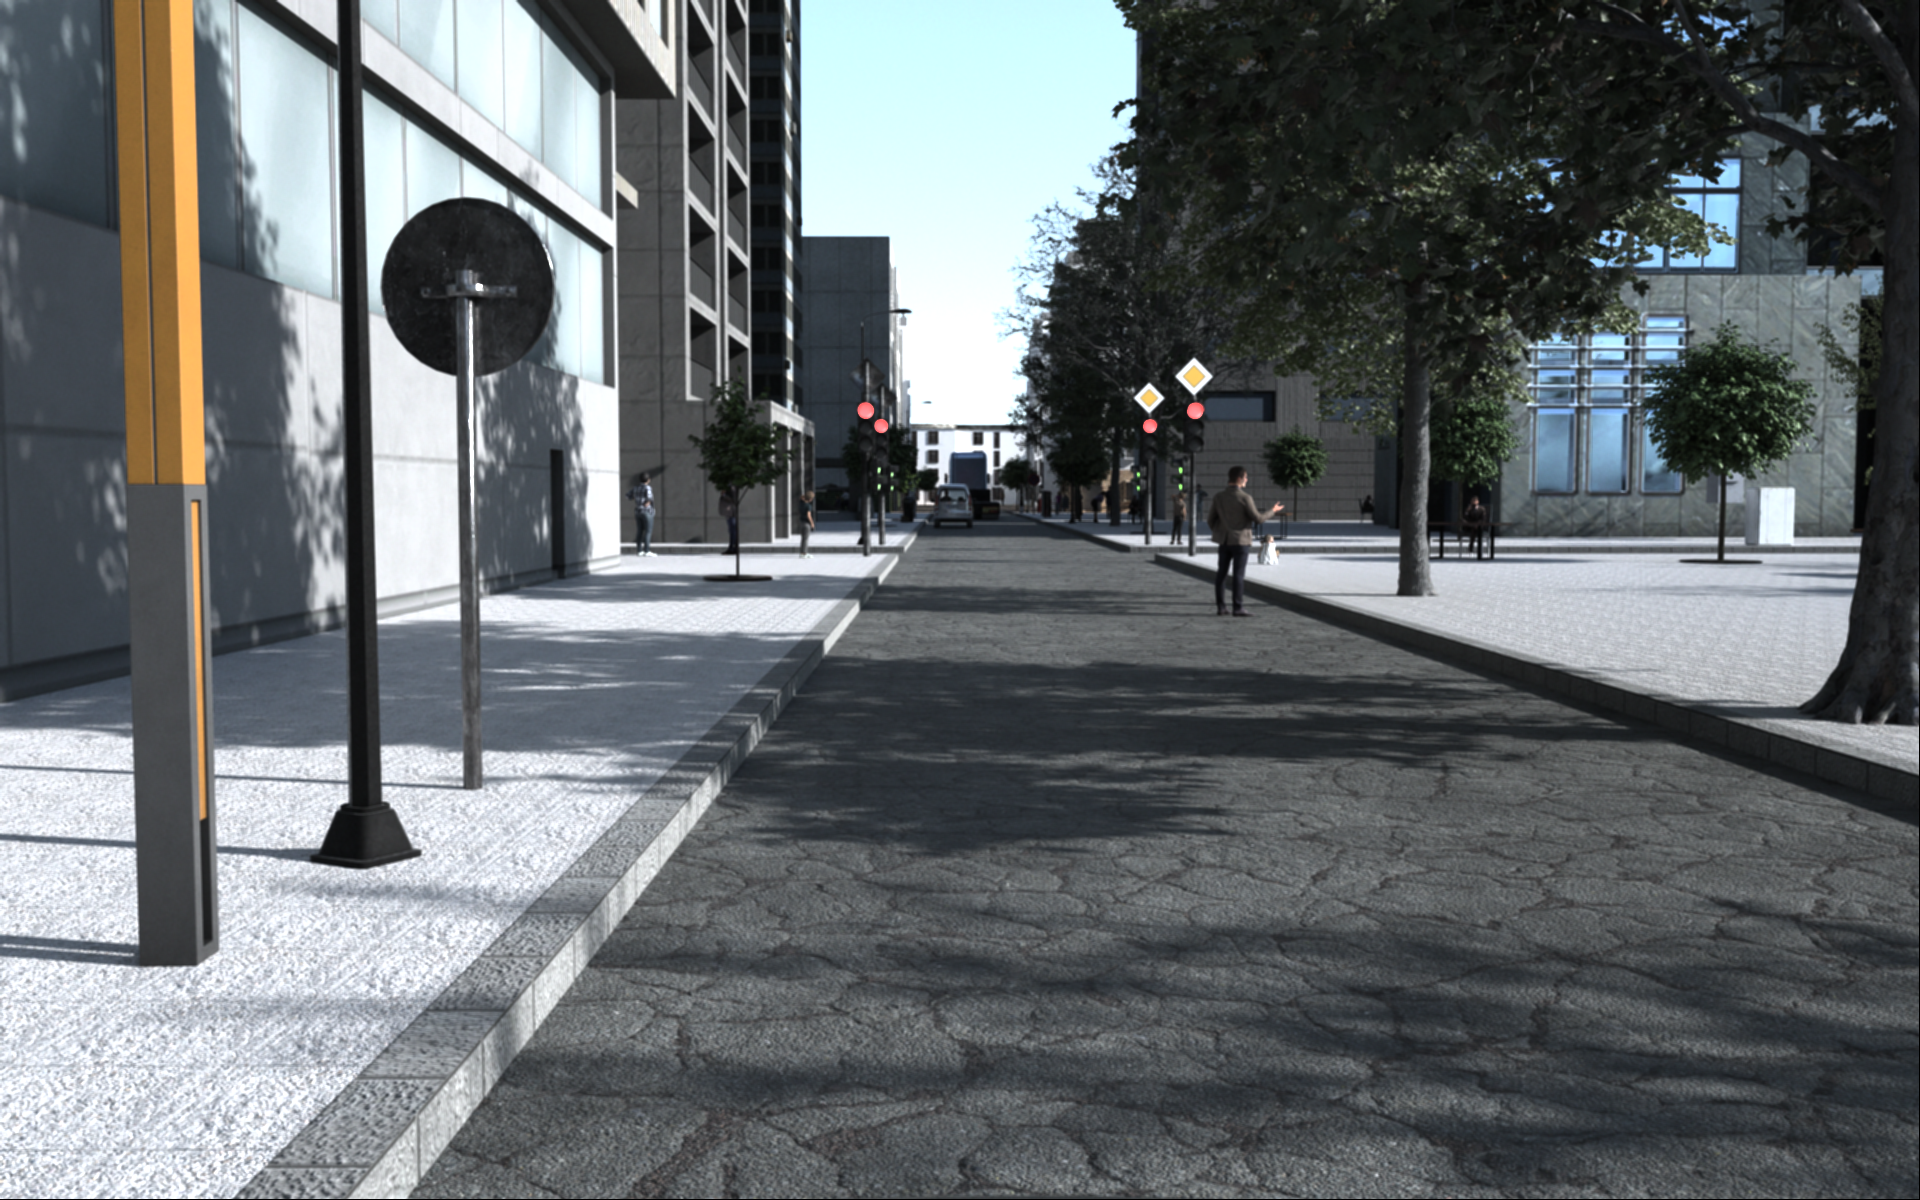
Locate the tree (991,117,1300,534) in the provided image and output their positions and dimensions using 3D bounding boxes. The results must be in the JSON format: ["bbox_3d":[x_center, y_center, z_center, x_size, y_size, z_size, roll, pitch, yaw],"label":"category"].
[{"bbox_3d":[6.137,-8.872,55.421,12.009,13.543,11.850,0,3,0],"label":"tree"}]

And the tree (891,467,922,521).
[{"bbox_3d":[-2.683,-5.480,84.196,1.663,3.219,1.824,0,3,0],"label":"tree"}]

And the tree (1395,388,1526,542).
[{"bbox_3d":[13.625,-3.860,46.829,4.285,4.588,4.351,0,3,0],"label":"tree"}]

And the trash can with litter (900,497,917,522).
[{"bbox_3d":[-2.353,-4.117,78.693,0.624,1.170,1.055,1,4,13],"label":"trash can with litter"}]

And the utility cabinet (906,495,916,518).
[{"bbox_3d":[-2.697,-5.141,95.211,0.306,1.237,1.020,-1,4,-19],"label":"utility cabinet"}]

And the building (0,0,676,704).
[{"bbox_3d":[-18.170,-26.213,17.819,27.495,52.752,28.713,0,4,0],"label":"building"}]

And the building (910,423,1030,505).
[{"bbox_3d":[-0.500,-16.397,210.242,28.070,9.664,9.099,0,4,0],"label":"building"}]

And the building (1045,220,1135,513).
[{"bbox_3d":[14.698,-16.447,125.336,16.016,20.091,11.380,0,4,0],"label":"building"}]

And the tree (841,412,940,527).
[{"bbox_3d":[-3.223,-5.206,68.829,4.285,4.588,4.351,0,3,0],"label":"tree"}]

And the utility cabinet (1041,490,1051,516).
[{"bbox_3d":[4.934,-5.539,99.244,0.318,1.500,1.173,1,4,16],"label":"utility cabinet"}]

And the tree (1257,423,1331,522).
[{"bbox_3d":[15.493,-5.914,80.415,4.285,4.588,4.351,0,3,0],"label":"tree"}]

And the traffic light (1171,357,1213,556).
[{"bbox_3d":[4.780,-2.859,35.671,0.839,4.253,0.868,0,4,0],"label":"traffic light"}]

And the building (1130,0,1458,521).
[{"bbox_3d":[20.351,-33.882,95.964,21.231,58.520,28.212,0,4,0],"label":"building"}]

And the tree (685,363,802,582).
[{"bbox_3d":[-3.299,-1.899,25.647,1.663,3.219,1.824,0,3,0],"label":"tree"}]

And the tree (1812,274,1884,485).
[{"bbox_3d":[25.862,-5.918,47.115,4.737,8.622,4.395,0,3,0],"label":"tree"}]

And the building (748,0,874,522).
[{"bbox_3d":[-20.807,-24.188,87.353,32.217,40.220,23.993,0,4,0],"label":"building"}]

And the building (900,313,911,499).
[{"bbox_3d":[-11.110,-20.086,184.826,11.380,20.091,16.016,0,4,0],"label":"building"}]

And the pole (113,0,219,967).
[{"bbox_3d":[-2.152,-0.663,4.679,0.158,3.312,0.155,0,3,0],"label":"pole"}]

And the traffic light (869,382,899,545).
[{"bbox_3d":[-1.949,-3.344,43.600,0.839,4.253,0.868,0,4,0],"label":"traffic light"}]

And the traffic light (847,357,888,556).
[{"bbox_3d":[-1.901,-2.856,35.615,0.839,4.253,0.868,0,4,0],"label":"traffic light"}]

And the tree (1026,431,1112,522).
[{"bbox_3d":[5.577,-5.918,80.473,4.285,4.588,4.351,0,3,0],"label":"tree"}]

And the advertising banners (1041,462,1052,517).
[{"bbox_3d":[4.716,-6.046,95.045,0.090,3.025,2.074,1,4,19],"label":"advertising banners"}]

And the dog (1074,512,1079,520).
[{"bbox_3d":[5.749,-4.155,85.666,0.550,0.427,0.748,2,4,34],"label":"dog"}]

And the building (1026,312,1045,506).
[{"bbox_3d":[14.801,-18.856,164.713,16.016,20.091,11.380,0,4,0],"label":"building"}]

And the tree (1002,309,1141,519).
[{"bbox_3d":[5.580,-9.323,86.847,7.601,10.594,8.767,0,4,4],"label":"tree"}]

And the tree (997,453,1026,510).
[{"bbox_3d":[4.643,-9.490,138.877,4.285,4.588,4.351,0,3,0],"label":"tree"}]

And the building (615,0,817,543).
[{"bbox_3d":[-15.194,-37.627,53.460,20.563,71.187,20.611,0,4,0],"label":"building"}]

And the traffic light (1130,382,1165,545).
[{"bbox_3d":[4.732,-3.348,43.656,0.839,4.253,0.868,0,4,0],"label":"traffic light"}]

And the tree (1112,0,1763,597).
[{"bbox_3d":[5.590,-6.298,21.101,7.486,12.596,7.792,0,3,0],"label":"tree"}]

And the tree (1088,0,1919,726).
[{"bbox_3d":[5.536,-5.663,9.602,9.611,12.733,9.660,0,3,0],"label":"tree"}]

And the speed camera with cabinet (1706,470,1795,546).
[{"bbox_3d":[19.681,-2.983,43.108,2.038,3.252,0.660,0,4,-8],"label":"speed camera with cabinet"}]

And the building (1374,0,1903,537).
[{"bbox_3d":[31.411,-45.699,59.845,31.000,86.520,22.319,0,4,0],"label":"building"}]

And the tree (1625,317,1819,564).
[{"bbox_3d":[14.209,-2.979,32.425,4.285,4.588,4.351,0,3,0],"label":"tree"}]

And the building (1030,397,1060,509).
[{"bbox_3d":[11.335,-12.427,145.323,9.099,9.664,28.070,0,4,0],"label":"building"}]

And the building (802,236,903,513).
[{"bbox_3d":[-13.287,-16.404,134.657,16.747,18.905,31.486,0,4,0],"label":"building"}]
